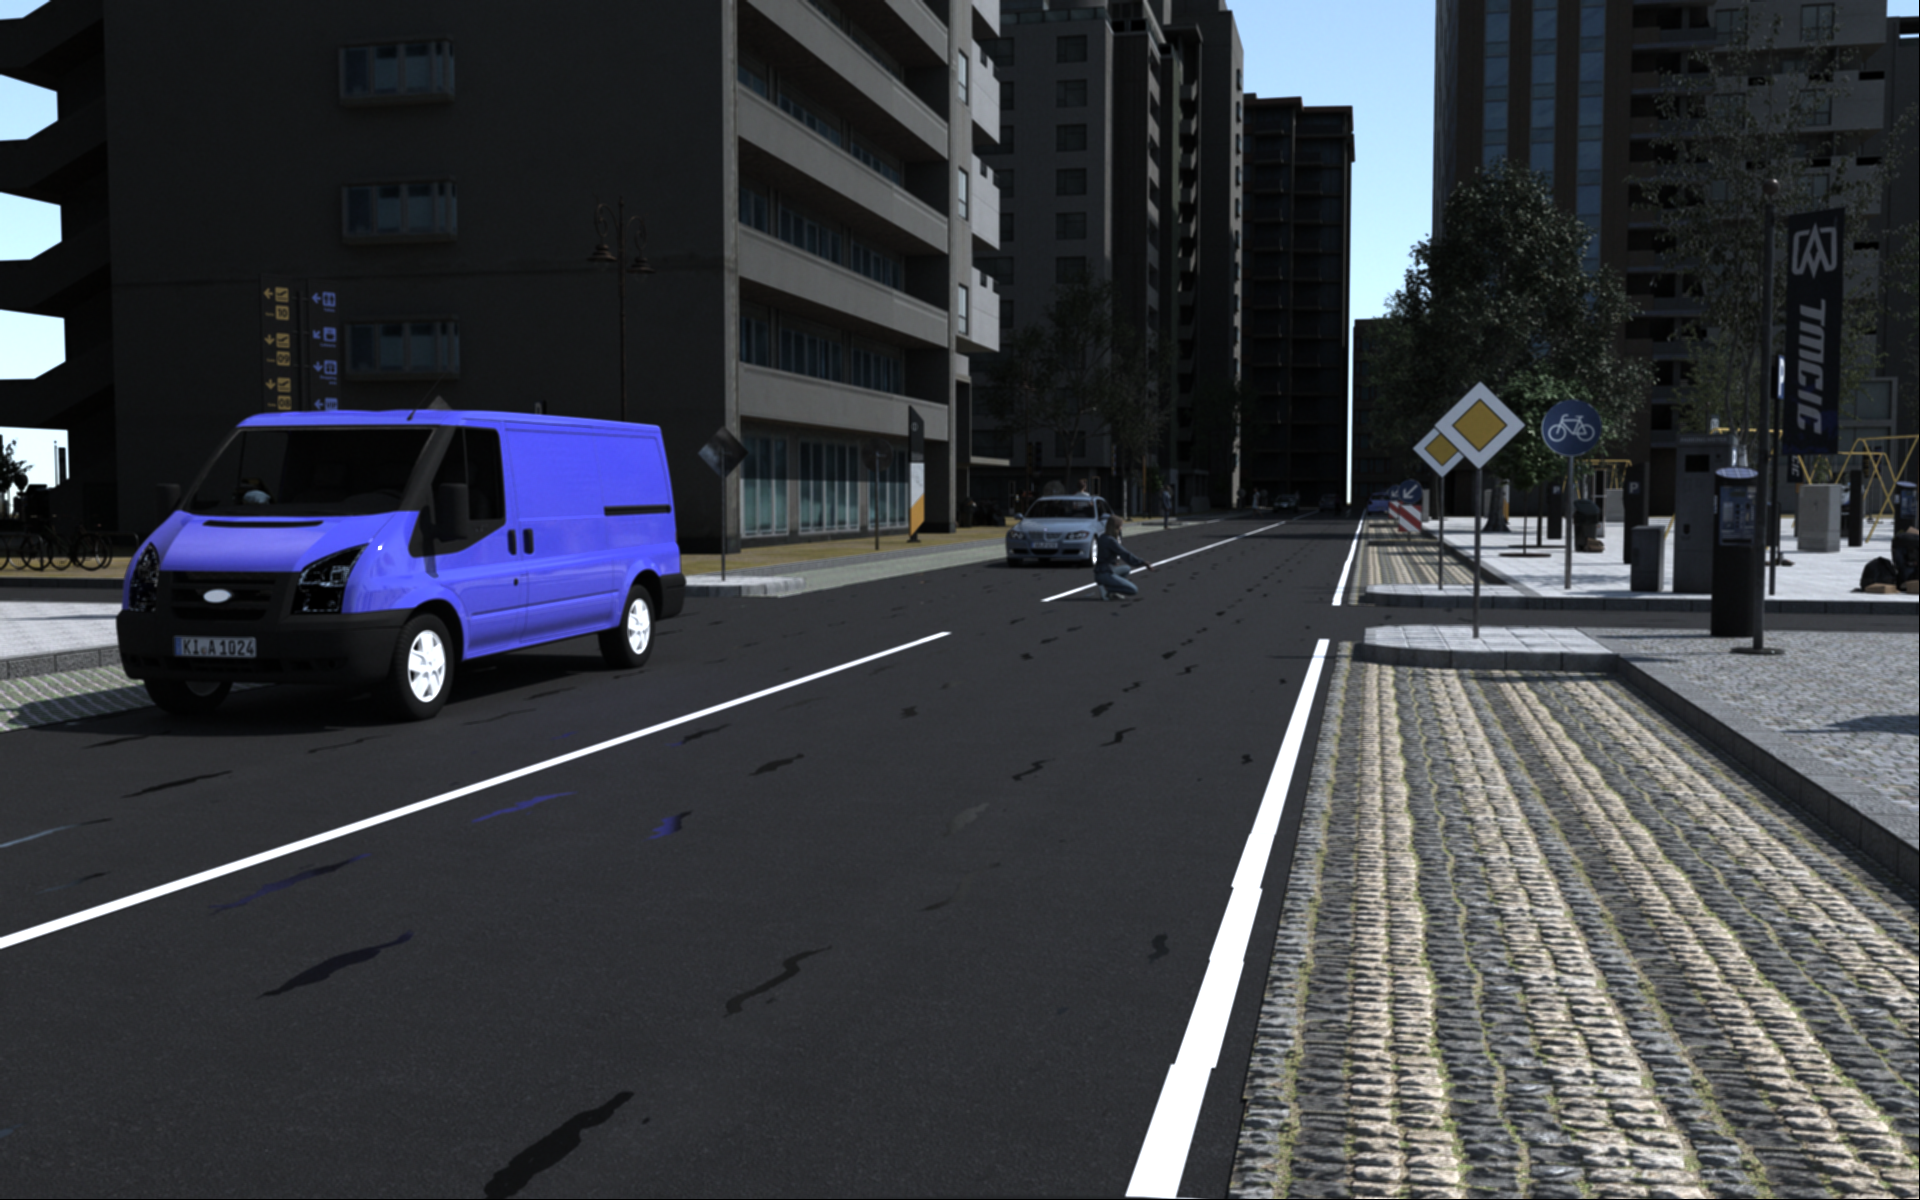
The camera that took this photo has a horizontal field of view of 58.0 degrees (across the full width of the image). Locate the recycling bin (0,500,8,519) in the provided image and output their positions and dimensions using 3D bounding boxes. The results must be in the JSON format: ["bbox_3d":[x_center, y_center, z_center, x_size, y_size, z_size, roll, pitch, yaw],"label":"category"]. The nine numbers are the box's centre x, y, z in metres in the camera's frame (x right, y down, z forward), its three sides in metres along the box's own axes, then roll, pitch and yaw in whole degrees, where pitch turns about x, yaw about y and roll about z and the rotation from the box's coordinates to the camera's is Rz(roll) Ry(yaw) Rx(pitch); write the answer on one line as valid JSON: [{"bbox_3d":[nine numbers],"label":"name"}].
[{"bbox_3d":[-40.868,-3.728,73.506,0.722,1.027,0.722,-3,5,-41],"label":"recycling bin"}]

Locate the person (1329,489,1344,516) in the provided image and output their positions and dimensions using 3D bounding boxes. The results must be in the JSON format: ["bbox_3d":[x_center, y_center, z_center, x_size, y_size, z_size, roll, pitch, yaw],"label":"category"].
[{"bbox_3d":[24.983,-6.463,114.853,1.217,1.739,0.721,-2,4,-28],"label":"person"}]

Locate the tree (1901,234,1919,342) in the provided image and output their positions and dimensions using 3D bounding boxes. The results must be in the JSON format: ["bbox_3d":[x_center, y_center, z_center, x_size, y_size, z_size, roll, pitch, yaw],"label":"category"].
[{"bbox_3d":[31.803,-7.667,51.103,9.928,11.665,9.643,0,3,0],"label":"tree"}]

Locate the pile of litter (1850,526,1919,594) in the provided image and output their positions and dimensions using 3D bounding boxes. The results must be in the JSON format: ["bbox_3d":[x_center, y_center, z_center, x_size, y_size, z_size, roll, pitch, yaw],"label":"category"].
[{"bbox_3d":[12.504,-0.523,22.520,1.719,0.858,1.176,1,4,17],"label":"pile of litter"}]

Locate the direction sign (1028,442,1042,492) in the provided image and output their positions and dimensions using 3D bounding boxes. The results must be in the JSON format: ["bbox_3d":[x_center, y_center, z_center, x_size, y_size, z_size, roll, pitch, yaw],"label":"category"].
[{"bbox_3d":[3.231,-5.119,75.690,0.876,3.537,0.379,3,5,41],"label":"direction sign"}]

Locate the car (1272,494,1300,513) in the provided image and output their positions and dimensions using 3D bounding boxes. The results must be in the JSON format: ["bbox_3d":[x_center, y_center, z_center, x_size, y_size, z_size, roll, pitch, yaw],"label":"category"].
[{"bbox_3d":[24.956,-7.388,132.587,2.131,1.459,4.920,1,4,13],"label":"car"}]

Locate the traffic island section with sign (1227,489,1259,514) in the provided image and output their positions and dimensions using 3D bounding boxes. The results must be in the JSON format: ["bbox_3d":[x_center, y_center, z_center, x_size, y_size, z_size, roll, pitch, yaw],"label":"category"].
[{"bbox_3d":[20.327,-7.107,124.834,1.989,1.847,2.006,1,4,13],"label":"traffic island section with sign"}]

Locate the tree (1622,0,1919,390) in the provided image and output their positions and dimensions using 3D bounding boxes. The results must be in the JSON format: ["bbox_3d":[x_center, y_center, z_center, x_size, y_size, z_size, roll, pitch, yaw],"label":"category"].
[{"bbox_3d":[12.185,-4.644,26.299,4.360,8.622,3.978,0,3,0],"label":"tree"}]

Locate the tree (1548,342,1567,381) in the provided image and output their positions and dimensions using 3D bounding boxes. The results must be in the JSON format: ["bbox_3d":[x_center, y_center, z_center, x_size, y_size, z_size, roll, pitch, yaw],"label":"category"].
[{"bbox_3d":[24.221,-7.112,66.649,4.360,8.622,3.978,0,3,0],"label":"tree"}]

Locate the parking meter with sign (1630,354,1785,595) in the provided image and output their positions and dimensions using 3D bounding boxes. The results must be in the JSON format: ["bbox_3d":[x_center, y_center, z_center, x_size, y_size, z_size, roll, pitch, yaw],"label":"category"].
[{"bbox_3d":[9.625,-1.596,22.362,1.738,3.016,0.543,2,4,34],"label":"parking meter with sign"}]

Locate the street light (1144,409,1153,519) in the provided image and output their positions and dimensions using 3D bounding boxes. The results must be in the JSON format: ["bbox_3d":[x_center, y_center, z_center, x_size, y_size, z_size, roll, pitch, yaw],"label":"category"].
[{"bbox_3d":[9.913,-7.187,90.301,0.468,5.910,1.993,1,4,13],"label":"street light"}]

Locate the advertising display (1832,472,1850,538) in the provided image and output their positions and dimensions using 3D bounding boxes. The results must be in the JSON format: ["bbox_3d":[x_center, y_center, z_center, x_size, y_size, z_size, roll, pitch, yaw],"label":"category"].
[{"bbox_3d":[25.970,-2.788,50.799,0.974,1.923,0.123,-1,4,-20],"label":"advertising display"}]

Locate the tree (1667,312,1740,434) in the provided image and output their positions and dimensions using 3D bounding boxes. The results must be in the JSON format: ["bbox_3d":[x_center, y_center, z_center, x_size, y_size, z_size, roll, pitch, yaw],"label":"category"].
[{"bbox_3d":[30.896,-7.371,70.885,4.737,8.622,4.395,0,3,0],"label":"tree"}]

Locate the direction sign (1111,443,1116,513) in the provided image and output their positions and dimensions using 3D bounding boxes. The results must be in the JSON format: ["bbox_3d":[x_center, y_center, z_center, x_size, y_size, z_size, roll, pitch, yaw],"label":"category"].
[{"bbox_3d":[6.780,-5.173,76.577,0.379,3.537,0.876,1,4,15],"label":"direction sign"}]

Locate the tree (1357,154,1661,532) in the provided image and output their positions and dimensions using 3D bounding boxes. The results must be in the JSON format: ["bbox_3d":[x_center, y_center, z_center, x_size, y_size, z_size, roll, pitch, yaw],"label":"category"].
[{"bbox_3d":[18.426,-8.672,58.790,9.611,12.733,9.660,0,3,0],"label":"tree"}]

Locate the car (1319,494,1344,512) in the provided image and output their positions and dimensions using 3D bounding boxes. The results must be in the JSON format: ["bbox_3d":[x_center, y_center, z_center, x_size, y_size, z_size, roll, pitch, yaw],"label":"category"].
[{"bbox_3d":[29.769,-7.765,138.965,2.014,1.417,4.499,1,4,14],"label":"car"}]

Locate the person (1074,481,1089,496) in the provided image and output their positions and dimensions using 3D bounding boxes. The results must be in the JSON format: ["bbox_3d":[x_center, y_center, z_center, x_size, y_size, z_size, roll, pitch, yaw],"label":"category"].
[{"bbox_3d":[3.027,-2.038,42.388,0.480,1.755,0.524,1,4,17],"label":"person"}]

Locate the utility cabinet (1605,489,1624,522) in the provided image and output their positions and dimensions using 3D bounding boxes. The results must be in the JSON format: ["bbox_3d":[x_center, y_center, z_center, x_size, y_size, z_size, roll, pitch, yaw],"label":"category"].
[{"bbox_3d":[29.420,-4.192,77.219,1.173,1.500,0.318,1,4,19],"label":"utility cabinet"}]

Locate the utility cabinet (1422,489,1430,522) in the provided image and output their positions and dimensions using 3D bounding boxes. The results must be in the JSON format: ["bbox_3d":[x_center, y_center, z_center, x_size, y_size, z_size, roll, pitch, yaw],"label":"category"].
[{"bbox_3d":[21.285,-4.316,79.241,0.318,1.500,1.173,1,4,13],"label":"utility cabinet"}]

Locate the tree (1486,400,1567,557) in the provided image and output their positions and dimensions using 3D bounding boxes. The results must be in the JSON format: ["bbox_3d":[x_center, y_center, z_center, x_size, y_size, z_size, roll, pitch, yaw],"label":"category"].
[{"bbox_3d":[11.512,-2.509,35.627,1.663,3.219,1.824,0,3,0],"label":"tree"}]

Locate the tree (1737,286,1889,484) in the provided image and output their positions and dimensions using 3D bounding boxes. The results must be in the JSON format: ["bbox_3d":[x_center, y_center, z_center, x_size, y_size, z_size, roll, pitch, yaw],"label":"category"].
[{"bbox_3d":[29.472,-6.667,59.366,4.737,8.622,4.395,0,3,0],"label":"tree"}]

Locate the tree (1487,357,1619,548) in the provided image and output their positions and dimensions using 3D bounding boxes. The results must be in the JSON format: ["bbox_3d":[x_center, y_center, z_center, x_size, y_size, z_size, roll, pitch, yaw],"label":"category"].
[{"bbox_3d":[13.991,-3.537,41.541,4.285,4.588,4.351,0,3,0],"label":"tree"}]

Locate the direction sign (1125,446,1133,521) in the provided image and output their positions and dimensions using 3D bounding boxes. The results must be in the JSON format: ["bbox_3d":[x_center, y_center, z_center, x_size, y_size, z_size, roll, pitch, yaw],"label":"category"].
[{"bbox_3d":[8.011,-5.501,81.939,0.379,3.537,0.876,0,4,3],"label":"direction sign"}]

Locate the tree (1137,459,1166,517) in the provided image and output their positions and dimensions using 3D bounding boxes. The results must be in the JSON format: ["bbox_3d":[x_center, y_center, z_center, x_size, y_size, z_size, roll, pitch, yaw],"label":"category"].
[{"bbox_3d":[10.584,-6.189,95.796,1.663,3.219,1.824,0,3,0],"label":"tree"}]

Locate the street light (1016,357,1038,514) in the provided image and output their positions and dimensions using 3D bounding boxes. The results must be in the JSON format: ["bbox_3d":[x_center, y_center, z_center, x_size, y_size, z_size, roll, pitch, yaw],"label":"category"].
[{"bbox_3d":[2.268,-5.251,58.634,0.468,5.910,1.993,1,4,13],"label":"street light"}]

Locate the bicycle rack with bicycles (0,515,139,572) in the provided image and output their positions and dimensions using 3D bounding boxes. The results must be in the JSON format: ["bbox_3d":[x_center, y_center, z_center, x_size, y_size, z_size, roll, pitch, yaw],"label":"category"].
[{"bbox_3d":[-15.462,-0.995,29.644,2.925,0.926,2.852,2,4,30],"label":"bicycle rack with bicycles"}]

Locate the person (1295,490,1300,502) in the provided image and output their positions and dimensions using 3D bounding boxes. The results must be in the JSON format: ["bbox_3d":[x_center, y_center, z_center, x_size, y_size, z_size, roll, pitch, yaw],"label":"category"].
[{"bbox_3d":[26.728,-7.832,137.228,0.551,1.740,0.621,3,5,42],"label":"person"}]

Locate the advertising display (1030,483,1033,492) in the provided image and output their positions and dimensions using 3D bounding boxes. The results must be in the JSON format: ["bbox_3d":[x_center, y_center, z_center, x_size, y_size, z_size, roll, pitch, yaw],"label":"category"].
[{"bbox_3d":[4.079,-5.616,97.037,0.123,1.923,0.974,1,4,15],"label":"advertising display"}]

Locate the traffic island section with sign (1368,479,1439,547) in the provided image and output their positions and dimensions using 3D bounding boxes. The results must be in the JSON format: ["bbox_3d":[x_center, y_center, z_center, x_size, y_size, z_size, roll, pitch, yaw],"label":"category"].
[{"bbox_3d":[12.315,-2.402,47.900,1.989,1.847,2.006,1,4,13],"label":"traffic island section with sign"}]

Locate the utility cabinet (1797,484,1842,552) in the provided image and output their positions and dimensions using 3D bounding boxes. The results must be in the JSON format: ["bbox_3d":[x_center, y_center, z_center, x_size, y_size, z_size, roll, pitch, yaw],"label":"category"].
[{"bbox_3d":[18.979,-1.810,38.276,0.318,1.500,1.173,0,4,-4],"label":"utility cabinet"}]

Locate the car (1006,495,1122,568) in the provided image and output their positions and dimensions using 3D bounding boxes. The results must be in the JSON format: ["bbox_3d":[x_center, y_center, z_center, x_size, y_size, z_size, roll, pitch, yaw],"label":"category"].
[{"bbox_3d":[2.192,-1.435,35.464,2.014,1.417,4.499,1,4,15],"label":"car"}]

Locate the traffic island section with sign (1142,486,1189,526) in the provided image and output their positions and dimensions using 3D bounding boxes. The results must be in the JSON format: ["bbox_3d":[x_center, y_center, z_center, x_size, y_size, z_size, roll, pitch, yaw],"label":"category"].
[{"bbox_3d":[9.350,-4.271,78.461,1.989,1.847,2.006,1,4,13],"label":"traffic island section with sign"}]

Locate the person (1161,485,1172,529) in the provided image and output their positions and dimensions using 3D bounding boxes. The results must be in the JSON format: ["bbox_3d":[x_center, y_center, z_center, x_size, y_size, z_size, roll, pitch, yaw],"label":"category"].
[{"bbox_3d":[8.443,-3.800,70.813,0.419,1.800,0.721,1,4,18],"label":"person"}]

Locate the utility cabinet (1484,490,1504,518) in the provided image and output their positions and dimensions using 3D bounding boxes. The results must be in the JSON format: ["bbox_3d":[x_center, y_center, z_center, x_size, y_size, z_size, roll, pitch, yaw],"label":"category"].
[{"bbox_3d":[28.092,-5.031,90.934,0.318,1.500,1.173,-3,4,-36],"label":"utility cabinet"}]

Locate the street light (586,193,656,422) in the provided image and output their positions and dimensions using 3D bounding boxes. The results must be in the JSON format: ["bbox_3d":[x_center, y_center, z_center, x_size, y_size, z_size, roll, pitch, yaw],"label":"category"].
[{"bbox_3d":[-5.233,-3.312,26.933,0.468,5.910,1.993,1,4,13],"label":"street light"}]

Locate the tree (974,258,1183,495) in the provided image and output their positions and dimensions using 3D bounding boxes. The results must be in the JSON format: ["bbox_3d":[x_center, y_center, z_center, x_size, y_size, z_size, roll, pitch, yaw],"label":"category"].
[{"bbox_3d":[4.325,-8.228,68.935,8.767,10.594,7.601,-2,4,-35],"label":"tree"}]

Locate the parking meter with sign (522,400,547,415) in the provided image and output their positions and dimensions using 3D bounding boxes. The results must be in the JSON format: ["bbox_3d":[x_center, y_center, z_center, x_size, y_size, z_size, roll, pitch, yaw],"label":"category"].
[{"bbox_3d":[-8.531,-2.182,31.942,1.738,3.016,0.543,-2,4,-30],"label":"parking meter with sign"}]

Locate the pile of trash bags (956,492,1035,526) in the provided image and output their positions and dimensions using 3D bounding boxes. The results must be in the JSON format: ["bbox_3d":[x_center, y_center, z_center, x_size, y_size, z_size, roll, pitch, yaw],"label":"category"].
[{"bbox_3d":[1.346,-3.650,69.434,3.447,1.369,1.912,0,4,-7],"label":"pile of trash bags"}]

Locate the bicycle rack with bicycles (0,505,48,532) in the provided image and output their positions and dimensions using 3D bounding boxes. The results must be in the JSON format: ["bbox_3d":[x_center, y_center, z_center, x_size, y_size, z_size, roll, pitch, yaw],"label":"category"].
[{"bbox_3d":[-36.031,-3.117,64.346,2.852,0.926,2.925,-1,4,-10],"label":"bicycle rack with bicycles"}]

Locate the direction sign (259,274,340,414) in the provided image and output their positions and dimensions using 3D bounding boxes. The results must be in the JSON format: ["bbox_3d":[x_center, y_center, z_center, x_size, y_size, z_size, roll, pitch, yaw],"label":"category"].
[{"bbox_3d":[-6.922,-1.605,18.243,0.379,3.537,0.876,3,4,38],"label":"direction sign"}]

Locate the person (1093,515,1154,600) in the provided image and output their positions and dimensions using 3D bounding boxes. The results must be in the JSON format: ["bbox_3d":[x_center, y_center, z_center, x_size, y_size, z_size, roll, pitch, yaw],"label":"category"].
[{"bbox_3d":[2.153,-0.588,23.619,0.738,1.151,1.012,-1,4,-11],"label":"person"}]

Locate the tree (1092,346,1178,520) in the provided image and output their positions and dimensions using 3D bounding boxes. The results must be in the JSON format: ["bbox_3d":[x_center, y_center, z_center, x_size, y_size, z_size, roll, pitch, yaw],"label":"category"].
[{"bbox_3d":[8.387,-8.265,85.499,4.360,8.622,3.978,0,3,0],"label":"tree"}]

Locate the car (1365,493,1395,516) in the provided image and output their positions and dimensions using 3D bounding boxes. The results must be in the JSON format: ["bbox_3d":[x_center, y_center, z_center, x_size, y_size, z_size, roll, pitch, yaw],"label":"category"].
[{"bbox_3d":[27.806,-6.420,114.560,1.945,1.707,3.694,1,4,13],"label":"car"}]

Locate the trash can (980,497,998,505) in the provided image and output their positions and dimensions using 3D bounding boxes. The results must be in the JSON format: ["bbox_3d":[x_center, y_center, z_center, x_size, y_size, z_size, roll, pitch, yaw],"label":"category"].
[{"bbox_3d":[1.261,-3.901,75.437,0.748,1.137,0.748,0,3,0],"label":"trash can"}]

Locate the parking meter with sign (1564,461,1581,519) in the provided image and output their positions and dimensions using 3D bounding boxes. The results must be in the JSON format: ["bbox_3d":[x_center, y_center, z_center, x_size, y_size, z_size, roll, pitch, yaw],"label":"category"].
[{"bbox_3d":[32.083,-5.765,90.522,0.543,3.016,1.738,0,4,-2],"label":"parking meter with sign"}]

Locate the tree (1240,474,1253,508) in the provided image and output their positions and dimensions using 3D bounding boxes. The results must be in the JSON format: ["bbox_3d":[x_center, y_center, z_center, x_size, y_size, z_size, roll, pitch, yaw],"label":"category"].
[{"bbox_3d":[27.351,-10.391,164.494,1.663,3.219,1.824,0,3,0],"label":"tree"}]

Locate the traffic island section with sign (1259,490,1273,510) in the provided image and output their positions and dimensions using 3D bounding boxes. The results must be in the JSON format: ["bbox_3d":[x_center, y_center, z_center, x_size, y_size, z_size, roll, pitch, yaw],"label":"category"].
[{"bbox_3d":[26.539,-8.712,151.067,1.989,1.847,2.006,1,4,13],"label":"traffic island section with sign"}]

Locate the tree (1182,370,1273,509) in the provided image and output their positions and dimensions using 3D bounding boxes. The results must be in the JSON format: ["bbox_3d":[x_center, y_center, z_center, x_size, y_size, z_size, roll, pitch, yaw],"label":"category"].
[{"bbox_3d":[22.517,-13.417,145.124,9.928,11.665,9.643,0,3,0],"label":"tree"}]

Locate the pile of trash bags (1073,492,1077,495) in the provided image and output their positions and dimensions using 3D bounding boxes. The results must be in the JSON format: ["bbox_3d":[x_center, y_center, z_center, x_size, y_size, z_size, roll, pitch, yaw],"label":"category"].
[{"bbox_3d":[4.678,-4.505,83.401,1.912,1.369,3.447,-3,5,-43],"label":"pile of trash bags"}]

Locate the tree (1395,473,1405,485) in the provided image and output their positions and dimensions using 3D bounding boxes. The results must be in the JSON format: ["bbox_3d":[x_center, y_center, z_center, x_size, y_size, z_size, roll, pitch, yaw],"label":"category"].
[{"bbox_3d":[39.502,-9.723,153.577,1.663,3.219,1.824,0,3,0],"label":"tree"}]

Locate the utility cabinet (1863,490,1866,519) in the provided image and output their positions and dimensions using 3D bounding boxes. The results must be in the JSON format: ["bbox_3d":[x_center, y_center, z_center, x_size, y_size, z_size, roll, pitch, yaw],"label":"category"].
[{"bbox_3d":[46.084,-4.939,89.425,1.173,1.500,0.318,1,4,20],"label":"utility cabinet"}]

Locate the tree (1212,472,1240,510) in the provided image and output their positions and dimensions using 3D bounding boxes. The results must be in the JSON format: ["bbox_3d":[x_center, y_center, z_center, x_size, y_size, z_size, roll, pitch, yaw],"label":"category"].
[{"bbox_3d":[21.119,-8.807,138.596,1.663,3.219,1.824,0,3,0],"label":"tree"}]

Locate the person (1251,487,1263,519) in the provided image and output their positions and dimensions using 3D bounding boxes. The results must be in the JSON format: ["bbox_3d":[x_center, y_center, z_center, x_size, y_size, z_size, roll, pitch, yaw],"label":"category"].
[{"bbox_3d":[16.643,-5.414,97.107,0.778,1.811,0.616,1,4,17],"label":"person"}]

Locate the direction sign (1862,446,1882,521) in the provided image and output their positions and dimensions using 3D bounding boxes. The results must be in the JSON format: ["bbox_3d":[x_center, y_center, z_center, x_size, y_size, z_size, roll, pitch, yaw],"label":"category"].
[{"bbox_3d":[43.526,-5.548,82.709,0.379,3.537,0.876,-3,4,-38],"label":"direction sign"}]

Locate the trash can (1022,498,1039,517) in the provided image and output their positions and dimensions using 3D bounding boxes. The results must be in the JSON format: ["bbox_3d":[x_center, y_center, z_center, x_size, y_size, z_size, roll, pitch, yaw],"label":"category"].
[{"bbox_3d":[3.959,-5.462,100.959,0.748,1.137,0.748,0,3,0],"label":"trash can"}]

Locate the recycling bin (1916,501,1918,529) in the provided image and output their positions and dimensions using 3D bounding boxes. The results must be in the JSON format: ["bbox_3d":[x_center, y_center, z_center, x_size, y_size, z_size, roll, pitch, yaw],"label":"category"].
[{"bbox_3d":[34.476,-3.017,61.882,0.722,1.027,0.722,1,4,12],"label":"recycling bin"}]

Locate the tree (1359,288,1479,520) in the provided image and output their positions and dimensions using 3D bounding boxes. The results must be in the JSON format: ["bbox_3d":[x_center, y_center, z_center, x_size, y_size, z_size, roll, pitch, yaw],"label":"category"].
[{"bbox_3d":[23.544,-9.773,85.550,9.928,11.665,9.643,0,3,0],"label":"tree"}]

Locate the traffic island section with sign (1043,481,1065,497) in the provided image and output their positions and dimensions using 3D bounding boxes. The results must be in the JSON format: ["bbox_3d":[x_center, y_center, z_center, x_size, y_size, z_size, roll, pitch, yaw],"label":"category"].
[{"bbox_3d":[2.693,-2.549,50.297,1.989,1.847,2.006,1,4,13],"label":"traffic island section with sign"}]
